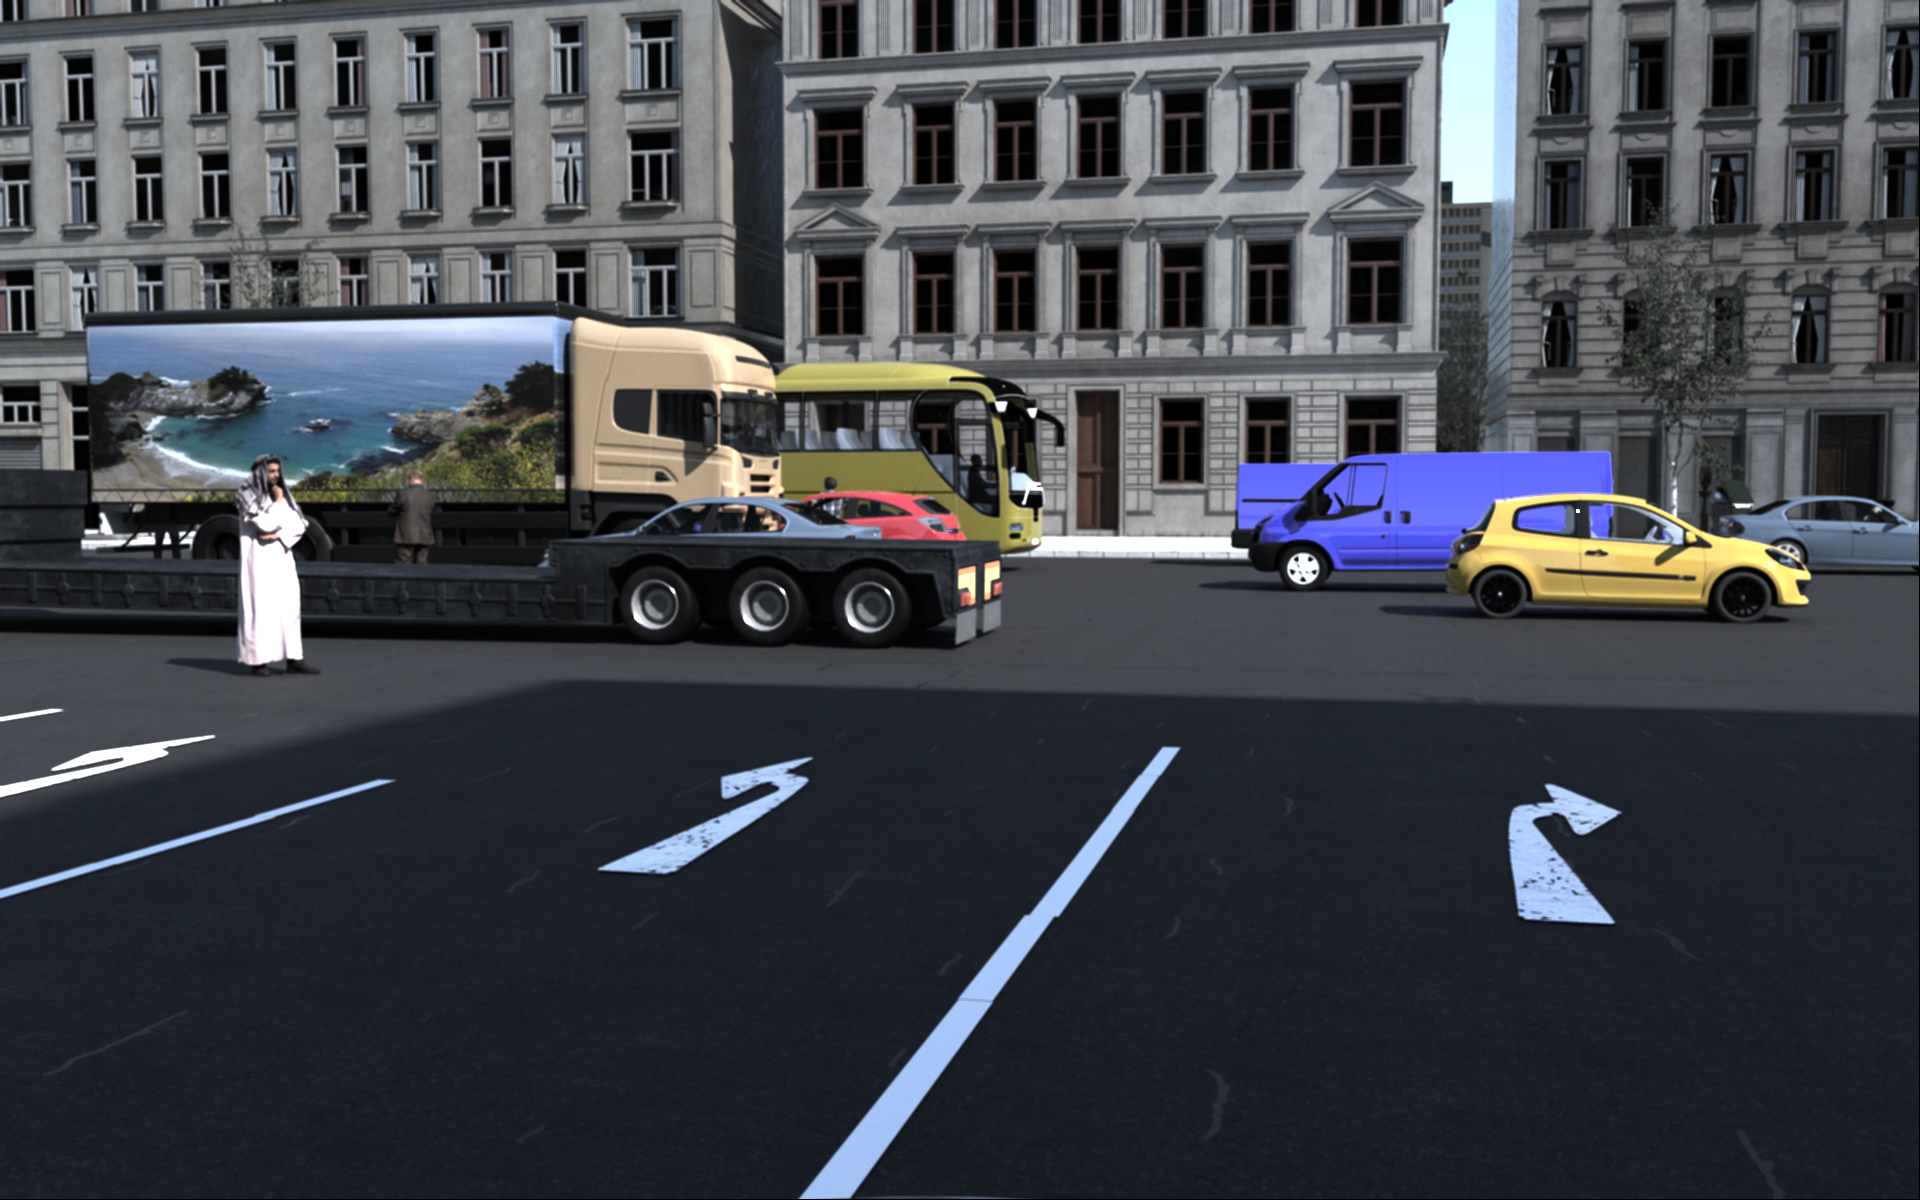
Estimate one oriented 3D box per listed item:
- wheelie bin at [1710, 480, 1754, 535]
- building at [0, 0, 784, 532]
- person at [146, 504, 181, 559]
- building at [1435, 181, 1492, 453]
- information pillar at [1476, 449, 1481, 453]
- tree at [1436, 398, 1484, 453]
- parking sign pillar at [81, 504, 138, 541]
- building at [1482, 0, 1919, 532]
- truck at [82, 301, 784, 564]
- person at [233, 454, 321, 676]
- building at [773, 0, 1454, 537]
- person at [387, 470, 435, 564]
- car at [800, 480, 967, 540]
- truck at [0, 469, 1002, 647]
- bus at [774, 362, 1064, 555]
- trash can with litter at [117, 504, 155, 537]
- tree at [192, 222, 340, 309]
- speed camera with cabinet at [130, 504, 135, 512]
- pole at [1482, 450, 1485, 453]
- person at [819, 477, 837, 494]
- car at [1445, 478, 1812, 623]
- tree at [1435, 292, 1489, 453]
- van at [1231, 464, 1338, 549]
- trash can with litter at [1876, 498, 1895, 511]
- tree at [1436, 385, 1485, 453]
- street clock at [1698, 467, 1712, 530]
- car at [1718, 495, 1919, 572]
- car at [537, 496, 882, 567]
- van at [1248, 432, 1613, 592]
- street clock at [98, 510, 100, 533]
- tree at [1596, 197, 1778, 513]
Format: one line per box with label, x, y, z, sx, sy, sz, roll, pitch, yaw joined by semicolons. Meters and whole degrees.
wheelie bin;16.927;-1.846;38.084;0.980;1.594;0.693;-1;4;-22
building;-19.714;-14.136;64.402;30.059;22.955;16.112;1;4;13
person;-13.483;-1.290;29.454;0.709;1.838;0.599;-1;4;-21
building;58.898;-32.191;218.200;23.993;40.220;32.217;1;4;13
information pillar;27.053;-6.036;90.045;0.504;3.616;0.183;2;4;23
tree;37.516;-11.117;132.122;4.360;8.622;3.978;0;3;0
parking sign pillar;-23.735;-3.653;48.198;1.447;3.967;1.447;-2;4;-25
building;25.160;-12.341;50.925;18.267;20.994;9.793;1;4;13
truck;-7.765;-2.316;26.781;11.283;4.237;2.839;1;4;12
person;-5.441;-0.275;13.667;0.621;1.740;0.551;1;4;11
building;5.228;-13.462;56.256;21.152;22.565;11.583;1;4;13
person;-7.129;-0.810;22.429;0.600;1.739;0.565;1;4;19
car;-2.135;-1.178;28.306;4.494;1.783;2.155;1;4;13
truck;-8.988;-1.768;18.661;18.799;4.110;2.967;1;4;11
bus;-4.263;-2.573;33.611;12.252;3.916;2.896;1;4;15
trash can with litter;-24.867;-2.512;52.121;2.233;1.210;1.678;-1;4;-11
tree;-18.522;-5.896;46.766;4.360;8.622;3.978;0;3;0
speed camera with cabinet;-26.460;-3.700;54.837;0.660;3.252;2.038;-2;4;-30
pole;24.314;-5.298;80.457;0.158;3.312;0.155;0;3;0
person;-2.293;-1.326;30.901;0.841;1.734;0.376;-1;4;-12
car;7.742;-0.613;20.243;3.980;1.641;2.015;1;4;15
tree;31.126;-11.930;105.433;12.009;13.543;11.850;0;3;0
van;8.076;-1.842;34.495;5.245;2.365;2.240;1;4;13
trash can with litter;23.324;-1.998;44.058;0.624;1.170;1.055;0;4;7
tree;45.305;-14.504;162.891;9.928;11.665;9.643;0;3;0
street clock;19.926;-2.554;46.332;0.358;2.002;0.471;1;4;14
car;16.115;-1.184;31.361;4.499;1.417;2.014;1;4;13
car;-3.158;-0.609;21.957;4.499;1.417;2.014;1;4;14
van;6.958;-1.308;25.769;5.245;2.365;2.240;1;4;15
street clock;-25.082;-2.815;50.592;0.358;2.002;0.471;-2;4;-33
tree;17.713;-5.646;42.672;4.360;8.622;3.978;0;3;0
